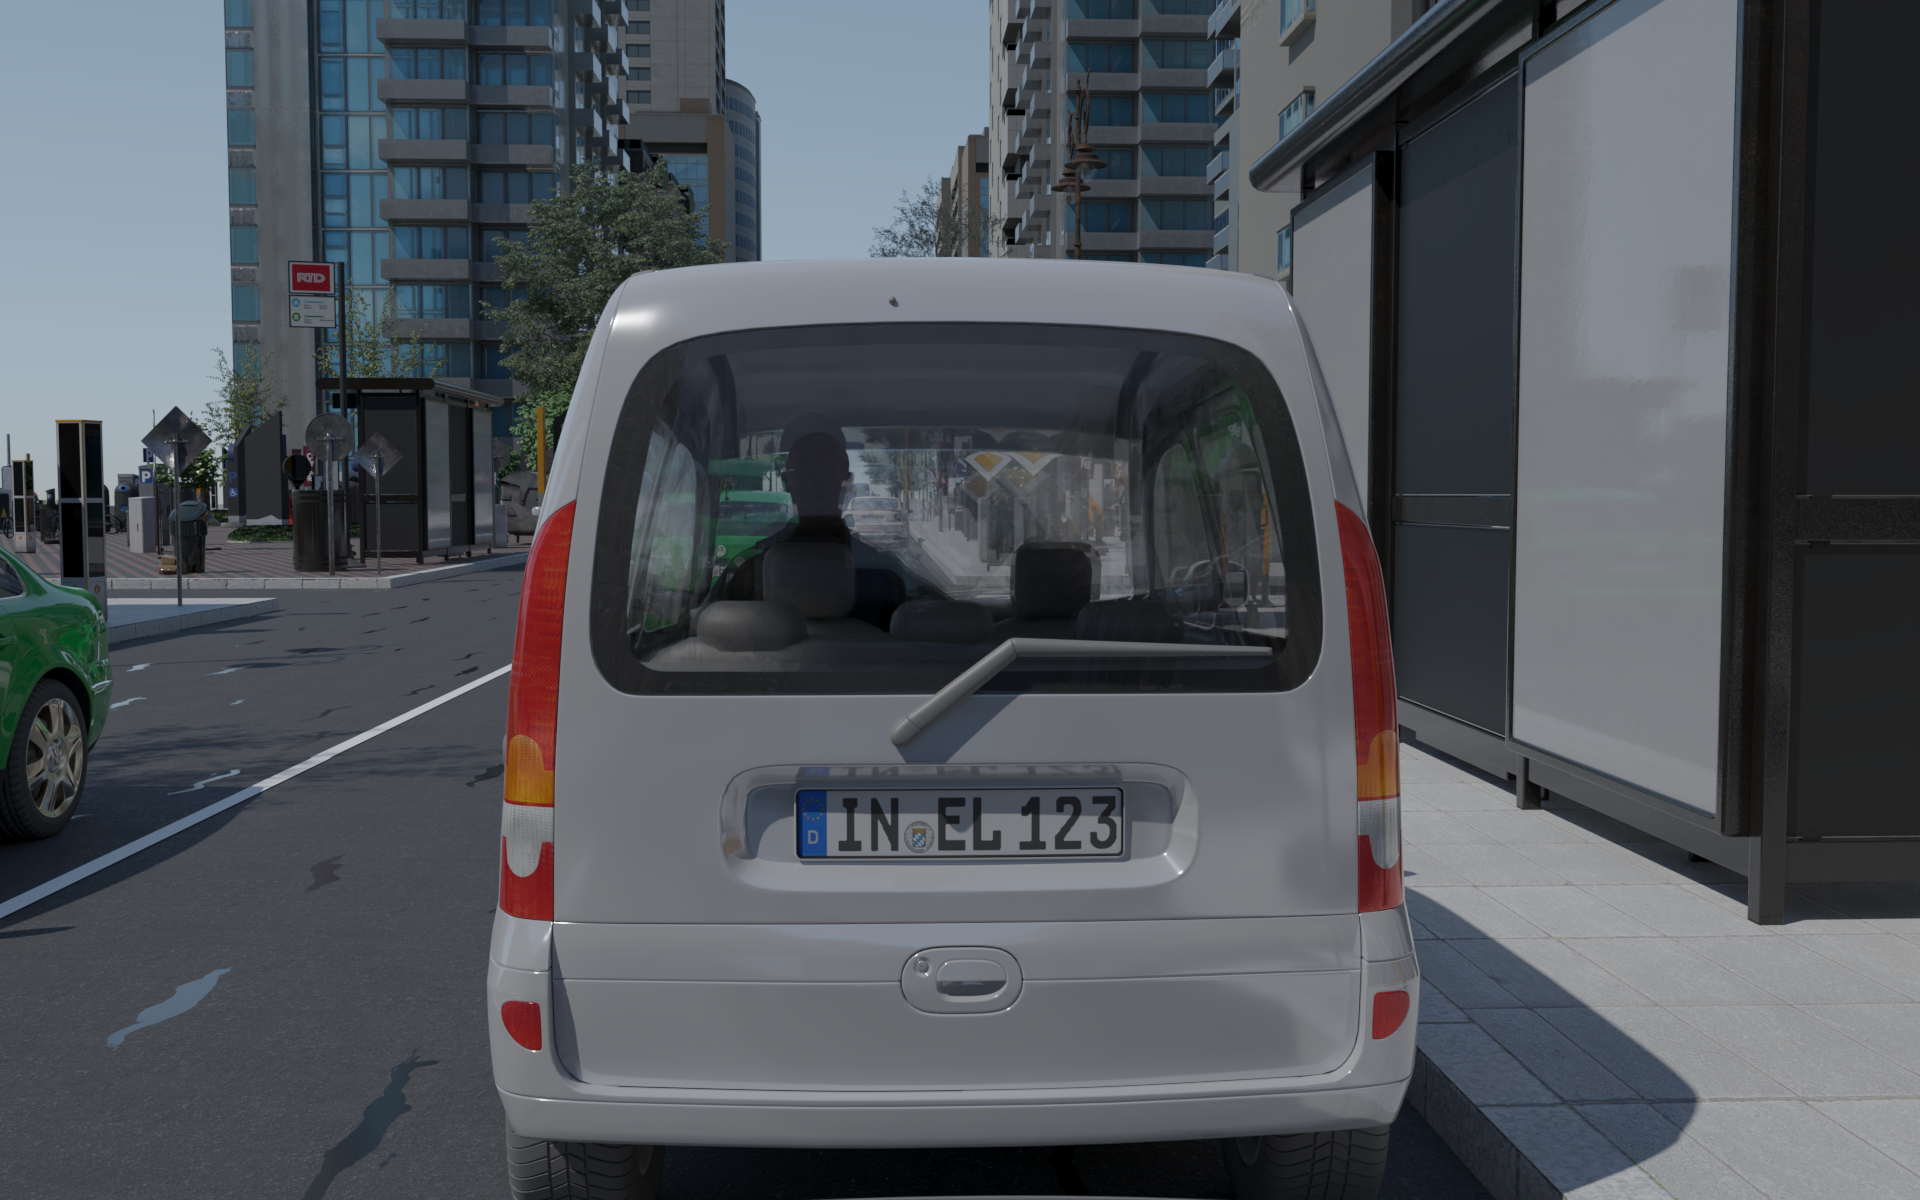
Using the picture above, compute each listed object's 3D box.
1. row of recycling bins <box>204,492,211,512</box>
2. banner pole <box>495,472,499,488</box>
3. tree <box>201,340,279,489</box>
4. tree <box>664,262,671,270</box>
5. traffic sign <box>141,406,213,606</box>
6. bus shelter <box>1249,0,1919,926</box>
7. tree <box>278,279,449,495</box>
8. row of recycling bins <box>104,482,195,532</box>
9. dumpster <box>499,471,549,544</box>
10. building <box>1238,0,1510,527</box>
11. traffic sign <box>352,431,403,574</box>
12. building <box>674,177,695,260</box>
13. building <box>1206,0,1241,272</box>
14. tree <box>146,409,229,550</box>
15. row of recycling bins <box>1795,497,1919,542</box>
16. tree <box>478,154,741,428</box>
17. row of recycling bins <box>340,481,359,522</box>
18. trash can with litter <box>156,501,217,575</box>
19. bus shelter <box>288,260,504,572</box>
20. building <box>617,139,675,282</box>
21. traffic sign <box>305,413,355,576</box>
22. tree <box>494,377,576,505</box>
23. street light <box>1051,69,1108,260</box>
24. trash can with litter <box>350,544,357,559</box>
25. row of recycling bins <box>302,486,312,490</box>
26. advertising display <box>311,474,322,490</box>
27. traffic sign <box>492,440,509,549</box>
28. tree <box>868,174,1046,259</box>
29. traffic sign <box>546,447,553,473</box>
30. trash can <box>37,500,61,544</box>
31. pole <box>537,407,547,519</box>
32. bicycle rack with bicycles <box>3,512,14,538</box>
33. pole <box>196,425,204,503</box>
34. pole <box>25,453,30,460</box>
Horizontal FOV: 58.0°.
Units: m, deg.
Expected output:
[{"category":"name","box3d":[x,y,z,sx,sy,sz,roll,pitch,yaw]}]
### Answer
[{"category":"row of recycling bins","box3d":[-32.652,-3.980,72.184,3.534,1.692,1.069,2,4,26]},{"category":"banner pole","box3d":[-22.367,-5.662,82.590,0.863,3.779,0.401,1,4,15]},{"category":"tree","box3d":[-34.493,-8.132,83.322,4.737,8.622,4.395,0,3,0]},{"category":"tree","box3d":[-13.539,-10.216,84.033,9.611,12.733,9.660,0,3,0]},{"category":"traffic sign","box3d":[-8.929,-0.987,19.772,0.795,2.450,0.064,0,4,-3]},{"category":"bus shelter","box3d":[2.958,-1.936,9.286,2.179,5.291,8.768,0,4,-3]},{"category":"tree","box3d":[-20.169,-6.708,60.037,4.737,8.622,4.395,0,3,0]},{"category":"row of recycling bins","box3d":[-27.612,-3.131,58.297,3.534,1.692,1.069,-1,4,-9]},{"category":"dumpster","box3d":[-11.047,-2.364,44.415,1.264,1.857,1.865,0,4,-3]},{"category":"building","box3d":[18.919,-25.849,46.326,21.600,48.544,21.300,0,4,-3]},{"category":"traffic sign","box3d":[-9.323,-1.474,27.747,0.795,2.450,0.064,0,4,-3]},{"category":"building","box3d":[-31.336,-23.433,154.831,14.160,30.474,14.107,0,4,-3]},{"category":"building","box3d":[20.794,-47.229,84.866,22.319,86.520,31.000,0,4,-3]},{"category":"tree","box3d":[-17.550,-2.763,39.770,1.663,3.219,1.824,0,3,0]},{"category":"row of recycling bins","box3d":[6.842,-0.422,14.013,1.069,1.692,3.534,0,4,3]},{"category":"tree","box3d":[-12.483,-9.637,64.213,9.857,13.997,8.962,0,3,0]},{"category":"row of recycling bins","box3d":[-19.438,-2.899,54.508,1.069,1.692,3.534,-1,4,-12]},{"category":"trash can with litter","box3d":[-12.501,-1.013,27.948,0.624,1.170,1.055,0,4,1]},{"category":"bus shelter","box3d":[-10.595,-3.363,32.612,2.179,5.291,8.768,0,4,-3]},{"category":"building","box3d":[-31.362,-22.564,140.621,14.160,30.474,14.107,0,4,-3]},{"category":"traffic sign","box3d":[-9.881,-1.656,27.176,0.768,2.556,0.104,0,4,-2]},{"category":"tree","box3d":[-11.033,-3.984,48.855,4.285,4.588,4.351,0,3,0]},{"category":"street light","box3d":[1.319,-2.854,19.449,0.468,5.910,1.993,0,4,-3]},{"category":"trash can with litter","box3d":[-12.315,-1.380,33.946,0.624,1.170,1.055,0,4,8]},{"category":"row of recycling bins","box3d":[-27.072,-4.040,73.172,1.069,1.692,3.534,0,4,-8]},{"category":"advertising display","box3d":[-21.119,-3.191,57.383,0.123,1.923,0.974,1,4,16]},{"category":"traffic sign","box3d":[-10.925,-2.473,40.532,0.768,2.556,0.104,0,4,0]},{"category":"tree","box3d":[-0.265,-9.559,66.668,12.009,13.543,11.850,0,3,0]},{"category":"traffic sign","box3d":[-10.862,-2.847,46.656,0.768,2.556,0.104,0,4,2]},{"category":"trash can","box3d":[-23.278,-2.007,44.464,0.748,1.137,0.748,0,3,0]},{"category":"pole","box3d":[-9.829,-2.868,40.736,0.158,3.312,0.155,0,3,0]},{"category":"bicycle rack with bicycles","box3d":[-26.881,-2.302,51.015,2.852,0.926,2.925,1,4,21]},{"category":"pole","box3d":[-22.412,-3.497,51.025,0.158,3.312,0.155,0,3,0]},{"category":"pole","box3d":[-46.542,-5.671,86.560,0.158,3.312,0.155,0,3,0]}]
